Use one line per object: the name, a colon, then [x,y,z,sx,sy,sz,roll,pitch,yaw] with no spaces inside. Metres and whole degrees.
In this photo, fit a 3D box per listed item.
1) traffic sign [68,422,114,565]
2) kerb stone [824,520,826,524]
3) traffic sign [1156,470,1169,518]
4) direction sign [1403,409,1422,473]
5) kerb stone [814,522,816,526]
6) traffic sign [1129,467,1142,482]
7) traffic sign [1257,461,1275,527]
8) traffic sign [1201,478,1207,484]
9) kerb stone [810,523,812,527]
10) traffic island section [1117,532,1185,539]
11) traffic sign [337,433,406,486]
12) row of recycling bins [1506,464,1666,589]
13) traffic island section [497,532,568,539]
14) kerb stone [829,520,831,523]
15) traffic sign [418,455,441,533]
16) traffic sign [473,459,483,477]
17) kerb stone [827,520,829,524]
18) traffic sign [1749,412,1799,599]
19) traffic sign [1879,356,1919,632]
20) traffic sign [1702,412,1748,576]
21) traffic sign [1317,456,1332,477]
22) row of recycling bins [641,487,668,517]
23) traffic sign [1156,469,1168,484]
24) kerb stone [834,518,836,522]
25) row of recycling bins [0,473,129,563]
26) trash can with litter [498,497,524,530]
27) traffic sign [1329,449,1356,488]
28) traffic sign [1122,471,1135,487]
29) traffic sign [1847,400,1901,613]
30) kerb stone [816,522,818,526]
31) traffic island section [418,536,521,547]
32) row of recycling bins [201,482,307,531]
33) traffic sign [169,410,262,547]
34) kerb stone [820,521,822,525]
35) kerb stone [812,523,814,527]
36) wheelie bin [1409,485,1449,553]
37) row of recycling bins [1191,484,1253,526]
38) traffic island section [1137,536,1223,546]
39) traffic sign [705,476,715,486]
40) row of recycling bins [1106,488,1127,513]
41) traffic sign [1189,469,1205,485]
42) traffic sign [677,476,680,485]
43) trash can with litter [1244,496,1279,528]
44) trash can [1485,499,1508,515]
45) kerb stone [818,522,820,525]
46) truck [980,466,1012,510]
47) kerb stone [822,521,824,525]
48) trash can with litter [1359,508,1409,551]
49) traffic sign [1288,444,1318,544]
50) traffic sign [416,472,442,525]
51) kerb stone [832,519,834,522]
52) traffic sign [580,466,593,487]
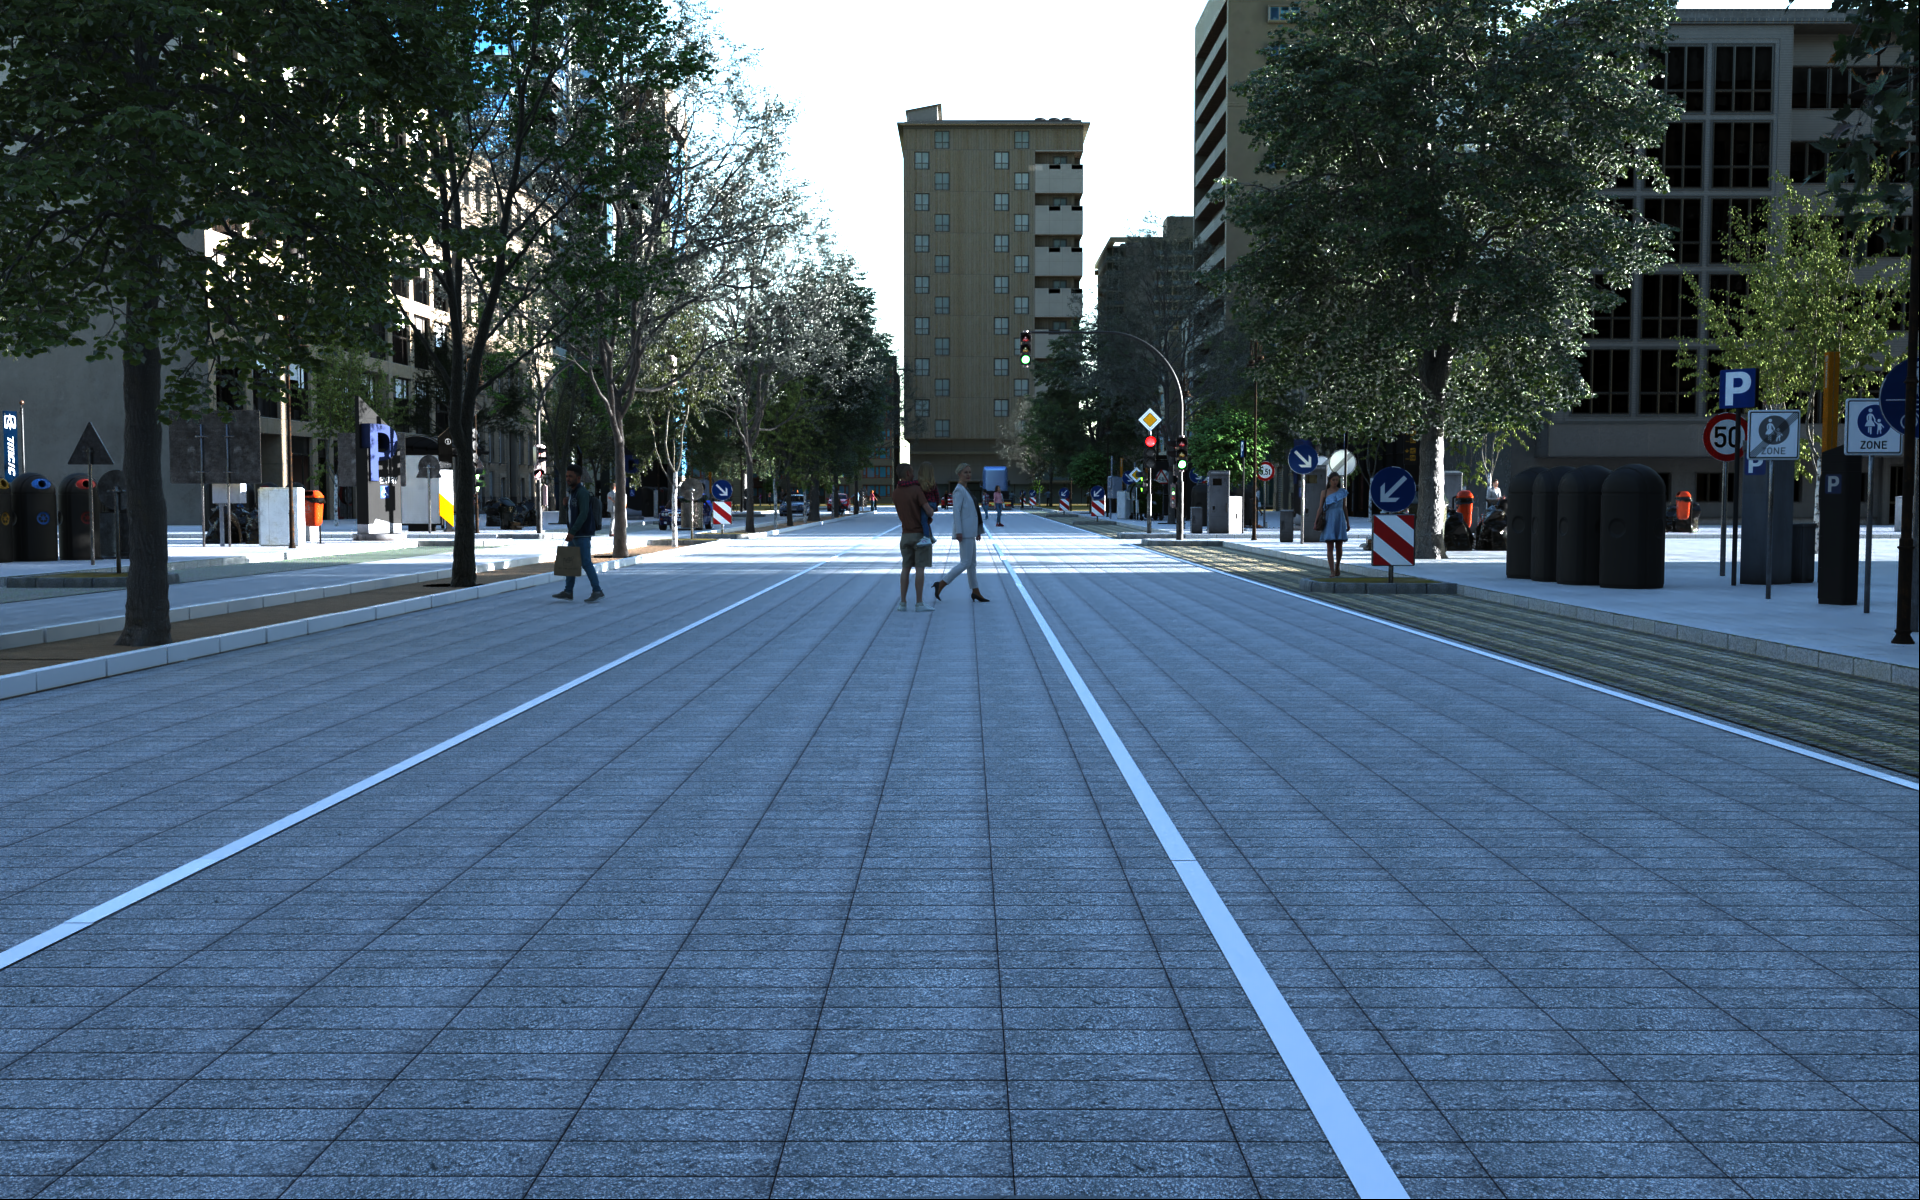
traffic sign: [-15.679,-1.911,31.246,0.884,2.594,0.081,0,4,6]
kerb stone: [-6.509,-3.608,81.191,0.120,0.150,1.000,0,4,0]
traffic sign: [10.748,-5.596,91.595,0.768,2.556,0.104,0,4,4]
direction sign: [12.091,-3.272,45.492,0.876,3.537,0.379,0,4,7]
kerb stone: [-6.527,-3.294,76.058,0.120,0.150,1.000,0,4,0]
traffic sign: [8.483,-5.095,83.042,0.795,2.593,0.064,0,4,4]
traffic sign: [11.875,-4.122,67.506,0.768,2.556,0.104,0,4,1]
traffic sign: [11.456,-4.964,81.263,0.768,2.556,0.104,0,4,1]
kerb stone: [-6.538,-3.168,73.998,0.120,0.150,1.000,0,4,0]
traffic island section: [6.191,-2.094,56.509,2.009,0.180,2.903,0,4,0]
traffic sign: [-19.499,-3.887,57.426,2.265,3.308,0.079,0,4,2]
row of recycling bins: [8.969,-1.097,25.045,1.069,1.692,3.534,-1,4,-9]
traffic island section: [-13.750,-2.097,56.574,2.009,0.180,2.903,0,4,0]
kerb stone: [-6.509,-3.797,84.279,0.120,0.150,1.000,0,4,0]
traffic sign: [-17.300,-3.447,56.460,0.768,2.556,0.104,1,4,9]
traffic sign: [-16.664,-3.613,59.175,0.768,2.556,0.104,0,4,4]
kerb stone: [-6.501,-3.734,83.245,0.120,0.150,1.000,0,4,0]
traffic sign: [9.889,-1.162,21.124,0.606,2.300,0.079,0,4,6]
traffic sign: [8.883,-0.975,16.049,0.768,2.556,0.104,1,4,10]
traffic sign: [11.943,-1.648,27.052,0.768,2.556,0.104,0,4,1]
traffic sign: [12.076,-3.535,57.896,0.768,2.556,0.104,0,4,1]
row of recycling bins: [-17.419,-5.592,98.540,1.069,1.692,3.534,1,4,10]
traffic sign: [10.541,-5.550,90.746,0.884,2.594,0.081,0,4,5]
kerb stone: [-6.500,-3.976,87.354,0.120,0.150,1.000,0,4,0]
row of recycling bins: [-17.496,-1.616,33.537,1.069,1.692,3.534,3,4,37]
trash can with litter: [-16.117,-3.115,62.321,1.055,1.170,0.624,2,4,34]
traffic sign: [10.874,-3.010,49.312,0.768,2.556,0.104,0,4,5]
traffic sign: [9.211,-5.762,94.319,0.768,2.556,0.104,1,4,9]
traffic sign: [9.769,-1.007,18.591,0.606,2.300,0.079,0,4,1]
kerb stone: [-6.531,-3.357,77.080,0.120,0.150,1.000,0,4,0]
traffic island section: [-13.774,-1.609,48.589,2.009,0.180,2.903,0,4,0]
row of recycling bins: [-24.494,-3.245,60.162,3.534,1.692,1.069,-1,4,-9]
traffic sign: [-18.052,-2.942,41.981,2.265,3.308,0.079,0,4,4]
kerb stone: [-6.520,-3.481,79.142,0.120,0.150,1.000,0,4,0]
kerb stone: [-6.537,-3.231,75.028,0.120,0.150,1.000,0,4,0]
wheelie bin: [9.839,-1.752,36.546,0.980,1.594,0.693,-3,5,-44]
row of recycling bins: [10.674,-3.837,69.853,3.534,1.692,1.069,-3,5,-43]
traffic island section: [6.168,-1.605,48.524,2.009,0.180,2.903,0,4,0]
traffic sign: [-17.865,-7.542,123.425,0.768,2.556,0.104,0,4,6]
row of recycling bins: [11.691,-6.804,118.362,3.534,1.692,1.069,-1,4,-10]
traffic sign: [11.060,-4.928,80.677,0.768,2.556,0.104,0,4,4]
traffic sign: [-19.077,-7.079,115.852,0.768,2.556,0.104,0,4,7]
trash can with litter: [11.088,-3.363,66.035,1.678,1.210,2.233,-1,4,-21]
trash can: [14.733,-2.185,47.373,0.748,1.137,0.748,0,3,0]
kerb stone: [-6.529,-3.420,78.111,0.120,0.150,1.000,0,4,0]
truck: [3.399,-10.531,161.935,2.967,4.110,18.799,0,4,0]
kerb stone: [-6.524,-3.545,80.164,0.120,0.150,1.000,0,4,0]
trash can with litter: [9.684,-1.717,39.461,1.055,1.170,0.624,-1,4,-11]
traffic sign: [8.788,-2.710,44.418,0.768,2.556,0.104,1,4,9]
traffic sign: [-17.476,-3.486,56.995,0.884,2.594,0.081,0,4,8]
kerb stone: [-6.502,-3.922,86.323,0.120,0.150,1.000,0,4,0]
traffic sign: [-17.384,-4.901,80.128,0.884,2.594,0.081,1,4,10]
